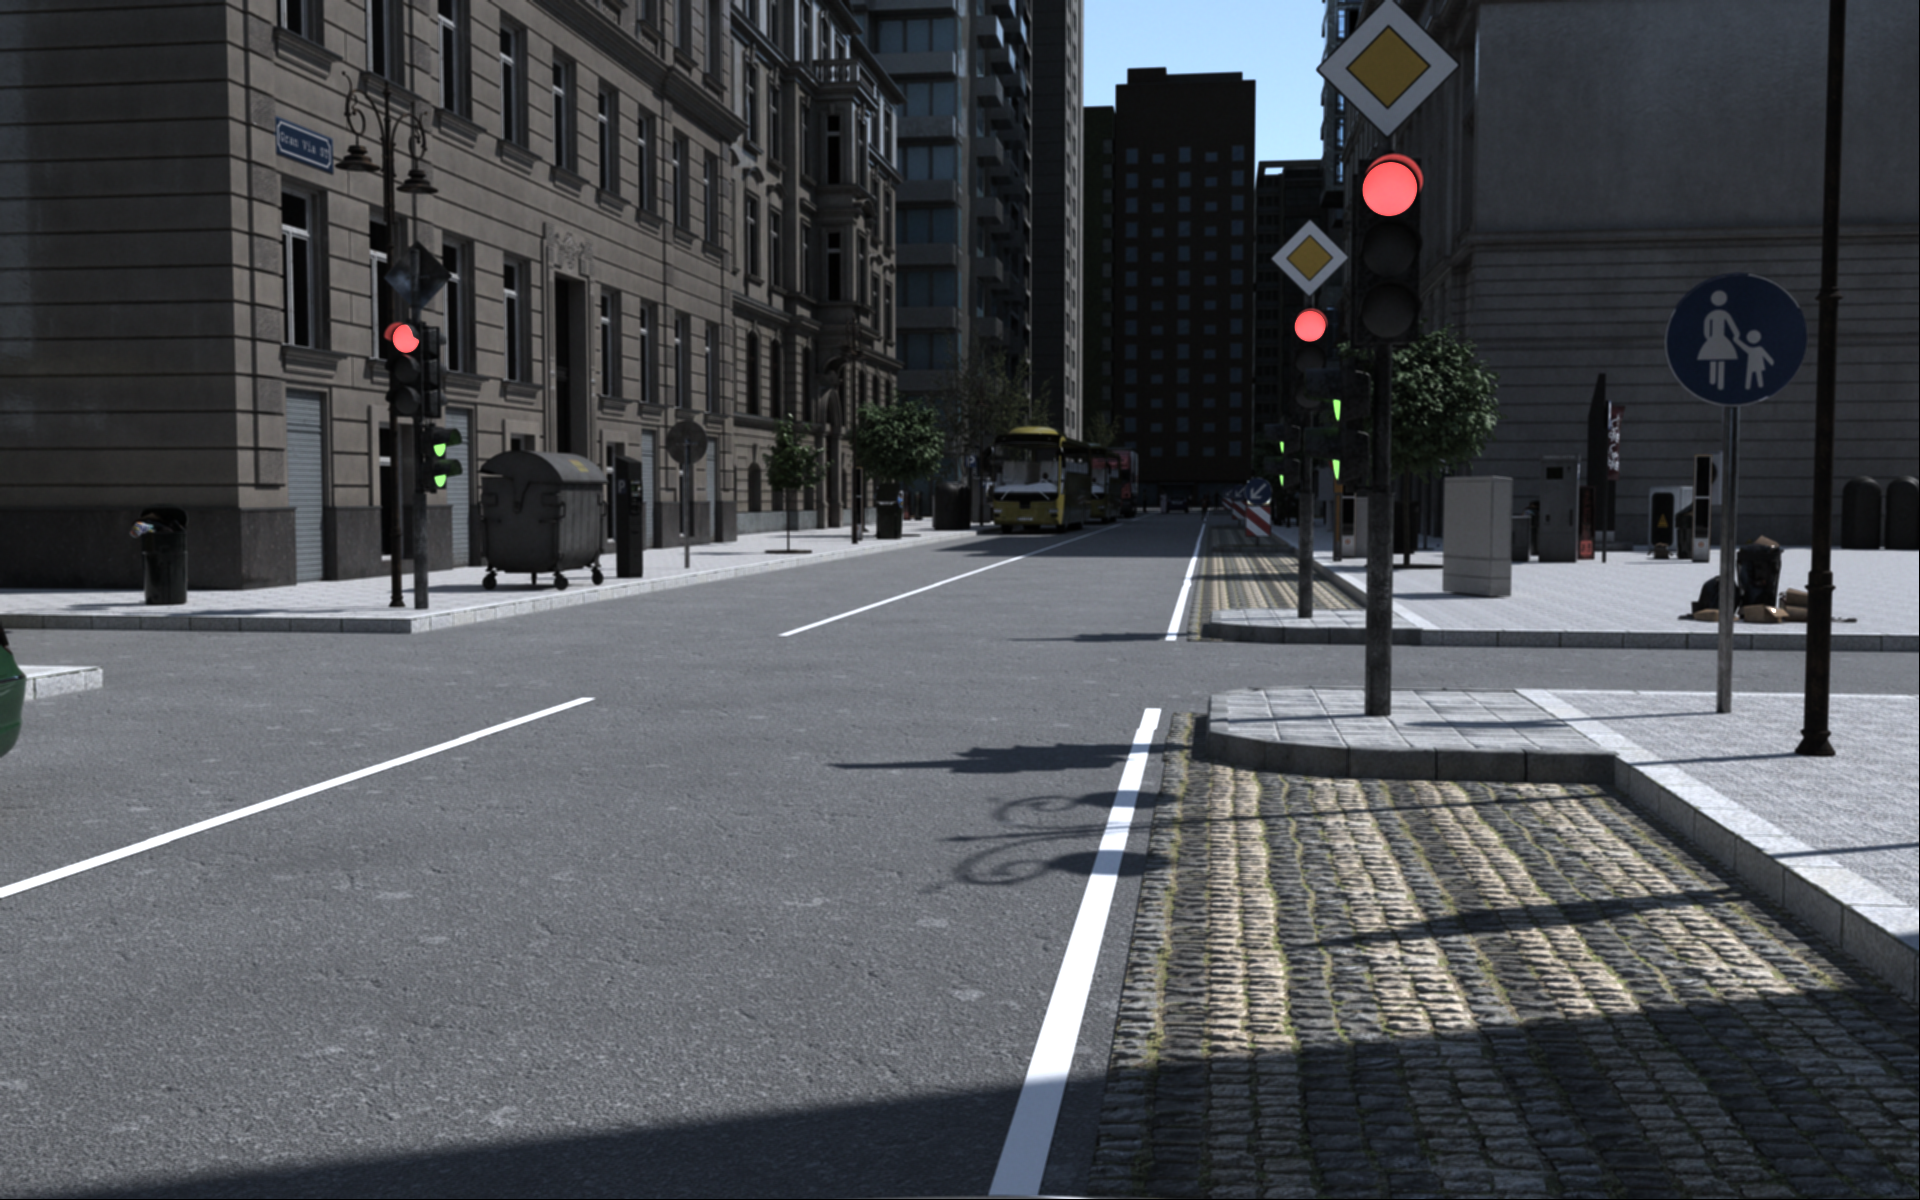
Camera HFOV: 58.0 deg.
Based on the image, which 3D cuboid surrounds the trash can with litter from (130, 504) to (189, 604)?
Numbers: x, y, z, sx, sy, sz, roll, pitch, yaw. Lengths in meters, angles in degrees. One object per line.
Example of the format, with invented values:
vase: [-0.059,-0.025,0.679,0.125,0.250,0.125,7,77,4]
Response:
trash can with litter: [-9.393,-0.547,20.338,0.624,1.170,1.055,-2,4,-25]

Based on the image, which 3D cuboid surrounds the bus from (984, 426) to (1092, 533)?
bus: [3.258,-4.590,66.601,2.896,3.916,12.252,1,4,10]

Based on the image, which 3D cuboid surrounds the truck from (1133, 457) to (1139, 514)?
truck: [11.314,-8.212,123.187,2.839,4.237,11.283,0,4,7]

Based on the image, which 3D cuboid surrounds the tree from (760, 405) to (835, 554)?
tree: [-3.759,-2.626,37.542,1.663,3.219,1.824,0,3,0]

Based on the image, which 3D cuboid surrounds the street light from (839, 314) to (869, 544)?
street light: [-2.721,-4.395,44.643,0.468,5.910,1.993,1,4,8]

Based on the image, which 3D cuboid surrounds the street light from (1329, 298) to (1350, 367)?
street light: [9.025,-4.177,41.082,0.468,5.910,1.993,1,4,8]

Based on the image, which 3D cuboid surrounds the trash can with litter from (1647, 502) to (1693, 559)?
trash can with litter: [14.186,-1.398,34.239,1.055,1.170,0.624,1,4,14]

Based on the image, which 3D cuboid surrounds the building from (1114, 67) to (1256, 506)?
building: [24.012,-32.716,185.015,14.200,45.320,14.600,1,4,8]

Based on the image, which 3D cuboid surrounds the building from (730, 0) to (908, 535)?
building: [-10.433,-15.029,64.805,14.460,24.649,34.723,1,4,8]

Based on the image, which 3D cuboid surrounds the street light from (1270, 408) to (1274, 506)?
street light: [16.420,-7.248,91.286,0.468,5.910,1.993,1,4,8]

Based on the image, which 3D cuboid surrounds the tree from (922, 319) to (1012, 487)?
tree: [0.182,-7.530,73.476,4.360,8.622,3.978,0,3,0]

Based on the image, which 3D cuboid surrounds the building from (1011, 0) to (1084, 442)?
building: [0.263,-43.932,156.545,20.611,71.187,20.563,1,4,8]

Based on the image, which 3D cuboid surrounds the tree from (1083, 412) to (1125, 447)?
tree: [12.795,-12.363,152.501,4.737,8.622,4.395,0,3,0]

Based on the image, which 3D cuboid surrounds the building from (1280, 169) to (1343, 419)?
building: [35.905,-23.493,155.815,14.160,30.474,14.107,1,4,8]

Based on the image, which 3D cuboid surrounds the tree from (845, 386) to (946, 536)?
tree: [-1.909,-4.239,53.017,4.285,4.588,4.351,0,3,0]

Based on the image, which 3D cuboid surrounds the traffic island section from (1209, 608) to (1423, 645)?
traffic island section: [3.601,0.264,17.963,2.009,0.180,2.903,1,4,8]

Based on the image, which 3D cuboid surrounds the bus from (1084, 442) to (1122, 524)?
bus: [6.397,-5.761,85.744,2.896,3.916,12.252,1,4,8]

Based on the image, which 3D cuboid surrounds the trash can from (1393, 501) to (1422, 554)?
trash can: [9.561,-1.570,37.322,0.748,1.137,0.748,0,3,0]

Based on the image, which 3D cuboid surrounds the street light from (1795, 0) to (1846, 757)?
street light: [4.222,-2.176,8.371,0.468,5.910,1.993,1,4,8]

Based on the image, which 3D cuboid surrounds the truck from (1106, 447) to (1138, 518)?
truck: [9.466,-7.168,106.111,2.839,4.237,11.283,0,4,8]

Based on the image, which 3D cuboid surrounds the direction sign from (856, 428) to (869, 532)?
direction sign: [-3.274,-4.081,58.720,0.379,3.537,0.876,-3,4,-36]

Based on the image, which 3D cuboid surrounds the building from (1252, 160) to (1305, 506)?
building: [44.067,-30.488,190.359,23.993,40.220,32.217,1,4,8]

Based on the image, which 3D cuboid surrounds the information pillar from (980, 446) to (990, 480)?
information pillar: [1.236,-5.658,83.870,0.504,3.616,0.183,1,4,17]

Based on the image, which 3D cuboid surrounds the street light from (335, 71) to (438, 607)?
street light: [-6.408,-2.859,19.539,0.468,5.910,1.993,1,4,8]

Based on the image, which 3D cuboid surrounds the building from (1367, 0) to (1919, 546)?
building: [20.420,-12.971,53.873,13.314,21.916,24.055,1,4,8]

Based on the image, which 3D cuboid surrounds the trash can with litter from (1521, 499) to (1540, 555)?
trash can with litter: [12.280,-1.533,36.452,0.624,1.170,1.055,3,4,38]

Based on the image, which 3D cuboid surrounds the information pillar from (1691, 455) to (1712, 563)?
information pillar: [13.923,-1.714,32.514,0.304,2.012,0.304,1,4,20]

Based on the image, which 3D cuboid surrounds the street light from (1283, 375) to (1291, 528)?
street light: [12.586,-5.714,66.204,0.468,5.910,1.993,1,4,8]

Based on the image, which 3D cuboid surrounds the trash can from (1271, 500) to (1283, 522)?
trash can: [14.820,-4.236,80.904,0.748,1.137,0.748,0,3,0]

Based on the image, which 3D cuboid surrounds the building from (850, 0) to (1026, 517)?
building: [-7.717,-30.005,110.192,23.786,49.044,30.456,1,4,8]

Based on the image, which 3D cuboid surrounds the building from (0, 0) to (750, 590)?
building: [-13.374,-14.539,34.979,12.463,27.353,25.104,1,4,8]

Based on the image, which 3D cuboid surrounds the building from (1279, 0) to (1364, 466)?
building: [36.543,-50.067,131.262,22.319,86.520,31.000,1,4,8]

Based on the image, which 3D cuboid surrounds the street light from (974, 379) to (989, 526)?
street light: [0.870,-5.931,69.761,0.468,5.910,1.993,1,4,8]

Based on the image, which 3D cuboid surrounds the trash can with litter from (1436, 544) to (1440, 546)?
trash can with litter: [12.506,-1.915,42.365,1.678,1.210,2.233,0,4,7]

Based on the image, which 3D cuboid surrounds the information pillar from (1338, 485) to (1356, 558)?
information pillar: [7.728,-1.840,34.584,0.304,2.012,0.304,0,4,3]

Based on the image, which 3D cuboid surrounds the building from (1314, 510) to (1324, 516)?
building: [38.010,-25.244,104.617,32.217,40.220,23.993,1,4,8]

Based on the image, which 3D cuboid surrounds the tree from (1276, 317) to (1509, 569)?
tree: [7.822,-2.848,30.272,4.285,4.588,4.351,0,3,0]

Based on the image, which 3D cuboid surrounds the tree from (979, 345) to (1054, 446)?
tree: [2.544,-8.325,86.468,4.737,8.622,4.395,0,3,0]

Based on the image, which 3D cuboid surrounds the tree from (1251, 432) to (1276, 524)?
tree: [14.097,-5.600,75.279,4.285,4.588,4.351,0,3,0]

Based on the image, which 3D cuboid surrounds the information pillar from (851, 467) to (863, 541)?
information pillar: [-2.842,-2.647,47.775,0.304,2.012,0.304,0,4,-2]

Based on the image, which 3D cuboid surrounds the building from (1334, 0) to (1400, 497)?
building: [23.928,-17.174,78.064,12.463,27.353,25.104,1,4,8]

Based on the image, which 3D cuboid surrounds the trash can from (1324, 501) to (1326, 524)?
trash can: [15.019,-3.569,70.004,0.748,1.137,0.748,0,3,0]

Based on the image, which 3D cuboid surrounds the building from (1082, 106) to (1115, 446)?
building: [9.964,-30.778,186.812,14.086,41.232,14.154,1,4,8]
